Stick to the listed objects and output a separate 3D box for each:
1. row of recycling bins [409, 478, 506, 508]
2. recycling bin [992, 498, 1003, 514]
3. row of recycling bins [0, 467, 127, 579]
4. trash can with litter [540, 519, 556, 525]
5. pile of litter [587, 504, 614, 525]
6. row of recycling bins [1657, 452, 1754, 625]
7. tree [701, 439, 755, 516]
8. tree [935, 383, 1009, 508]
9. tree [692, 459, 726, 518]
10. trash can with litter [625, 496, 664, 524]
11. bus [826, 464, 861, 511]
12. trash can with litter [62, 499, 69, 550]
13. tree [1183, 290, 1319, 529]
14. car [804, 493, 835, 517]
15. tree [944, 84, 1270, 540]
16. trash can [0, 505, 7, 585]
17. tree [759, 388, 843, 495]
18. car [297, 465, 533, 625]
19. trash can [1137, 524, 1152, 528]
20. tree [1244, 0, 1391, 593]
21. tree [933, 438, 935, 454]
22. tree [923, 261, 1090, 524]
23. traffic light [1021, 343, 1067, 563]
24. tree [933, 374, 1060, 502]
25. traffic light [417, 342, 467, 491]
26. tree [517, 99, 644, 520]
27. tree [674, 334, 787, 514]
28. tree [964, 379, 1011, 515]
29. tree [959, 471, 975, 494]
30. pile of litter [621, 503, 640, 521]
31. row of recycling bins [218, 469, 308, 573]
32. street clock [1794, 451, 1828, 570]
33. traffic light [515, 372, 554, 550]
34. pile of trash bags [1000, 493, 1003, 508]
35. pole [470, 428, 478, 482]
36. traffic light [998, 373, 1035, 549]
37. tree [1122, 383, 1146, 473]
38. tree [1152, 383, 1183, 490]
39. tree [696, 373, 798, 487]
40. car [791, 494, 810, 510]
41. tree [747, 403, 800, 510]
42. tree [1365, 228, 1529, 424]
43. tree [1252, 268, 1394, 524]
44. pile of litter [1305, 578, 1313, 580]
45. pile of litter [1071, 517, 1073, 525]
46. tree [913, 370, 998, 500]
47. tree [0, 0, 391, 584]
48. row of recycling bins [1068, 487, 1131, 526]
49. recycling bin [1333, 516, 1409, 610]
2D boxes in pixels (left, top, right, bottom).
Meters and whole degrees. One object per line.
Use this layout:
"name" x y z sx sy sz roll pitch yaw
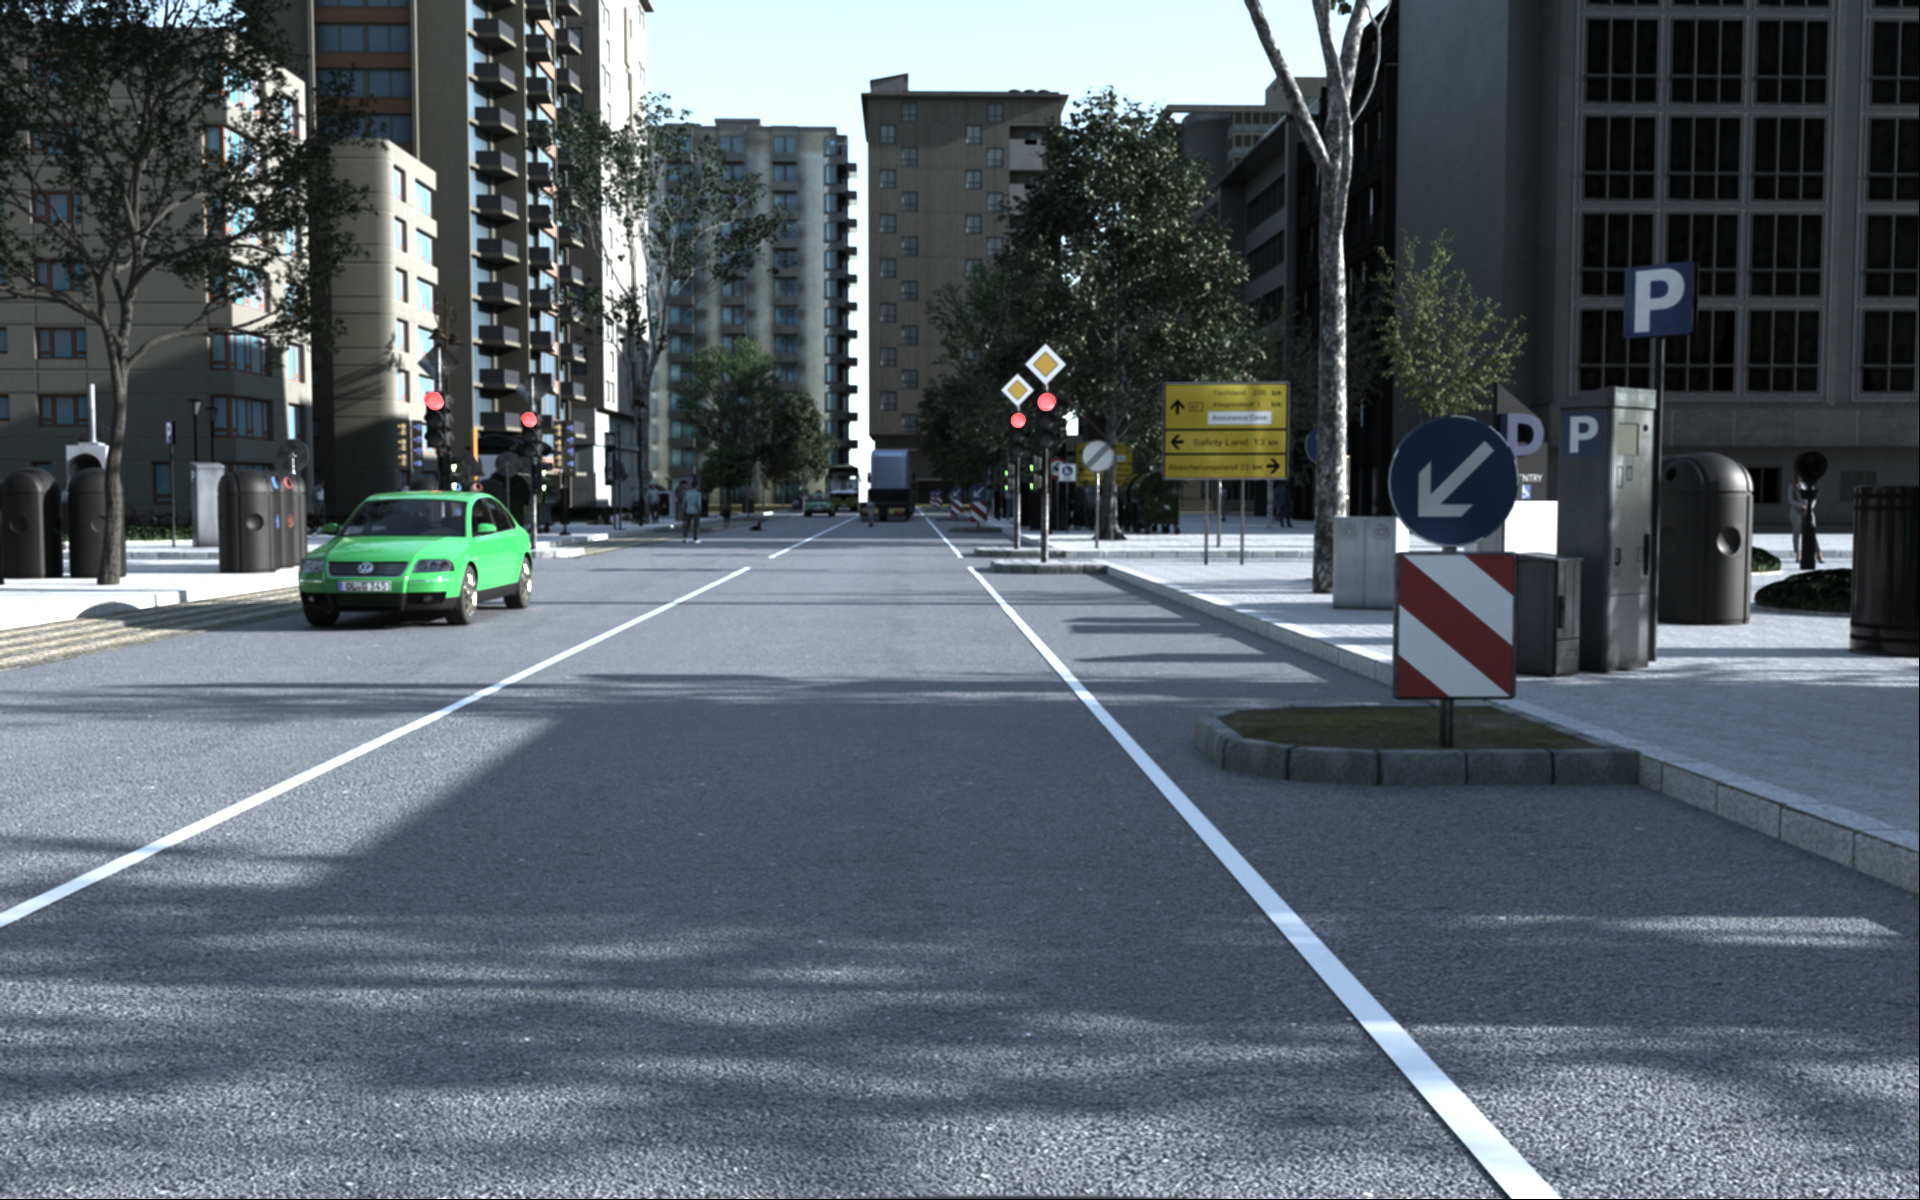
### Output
"row of recycling bins" -13.231 -2.353 45.581 1.069 1.692 3.534 1 4 20
"recycling bin" 2.592 -6.224 114.317 0.722 1.027 0.722 2 4 30
"row of recycling bins" -14.663 -1.195 26.647 3.534 1.692 1.069 0 4 -2
"trash can with litter" -17.063 -3.650 71.067 1.055 1.170 0.624 2 4 24
"pile of litter" -15.027 -3.575 72.418 1.176 0.858 1.719 -1 4 -17
"row of recycling bins" 7.575 -0.703 18.612 1.069 1.692 3.534 0 4 5
"tree" -13.843 -7.339 103.699 4.285 4.588 4.351 0 3 0
"tree" 1.513 -9.805 110.680 4.737 8.622 4.395 0 3 0
"tree" -13.918 -6.128 94.800 1.663 3.219 1.824 0 3 0
"trash can with litter" -13.743 -3.936 75.415 1.678 1.210 2.233 -1 4 -10
"bus" -9.837 -9.482 146.574 2.896 3.916 12.252 0 4 -4
"trash can with litter" -21.157 -1.803 40.545 2.233 1.210 1.678 -2 4 -32
"tree" 11.489 -6.889 63.004 4.737 8.622 4.395 0 3 0
"car" -8.981 -6.264 111.206 1.959 1.807 4.718 0 4 -1
"tree" 4.349 -8.059 48.769 9.611 12.733 9.660 0 3 0
"trash can" -13.194 -0.709 23.249 0.748 1.137 0.748 0 3 0
"tree" -17.430 -16.504 186.852 9.611 12.733 9.660 0 3 0
"car" -6.272 -0.704 20.311 1.959 1.807 4.718 0 4 -2
"trash can" 6.923 -3.274 65.185 0.748 1.137 0.748 0 3 0
"tree" 3.387 -10.181 22.348 12.611 20.169 13.585 0 3 0
"tree" -0.230 -12.247 150.593 4.737 8.622 4.395 0 3 0
"tree" 2.605 -9.132 75.070 9.928 11.665 9.643 0 3 0
"traffic light" 1.571 -2.656 32.350 0.839 4.253 0.868 0 4 -2
"tree" 1.472 -11.869 128.478 8.767 10.594 7.601 2 4 34
"traffic light" -9.584 -2.634 31.979 0.839 4.253 0.868 0 4 -2
"tree" -13.439 -13.687 79.675 12.611 20.169 13.585 0 3 0
"tree" -14.811 -11.377 111.774 9.928 11.665 9.643 0 3 0
"tree" 1.970 -9.432 104.569 4.360 8.622 3.978 0 3 0
"tree" 0.978 -9.214 145.249 1.663 3.219 1.824 0 3 0
"pile of litter" -15.850 -4.244 83.352 1.176 0.858 1.719 2 4 28
"row of recycling bins" -11.960 -1.380 29.682 1.069 1.692 3.534 -1 4 -10
"street clock" 14.384 -1.514 29.331 0.471 2.002 0.358 1 4 8
"traffic light" -9.839 -3.122 39.960 0.839 4.253 0.868 0 4 -2
"pile of trash bags" 3.531 -5.637 101.915 3.447 1.369 1.912 2 4 35
"pole" -14.999 -3.650 53.525 0.158 3.312 0.155 0 3 0
"traffic light" 1.316 -3.144 40.331 0.839 4.253 0.868 0 4 -2
"tree" 11.368 -9.566 106.768 4.737 8.622 4.395 0 3 0
"tree" 12.872 -8.545 90.065 4.737 8.622 4.395 0 3 0
"tree" -15.828 -11.888 128.783 8.767 10.594 7.601 1 4 9
"car" -13.166 -8.195 145.992 2.014 1.417 4.499 0 4 0
"tree" -15.340 -11.415 136.996 4.360 8.622 3.978 0 3 0
"tree" 13.167 -5.969 47.958 4.737 8.622 4.395 0 3 0
"tree" 12.239 -6.500 56.639 4.360 8.622 3.978 0 3 0
"pile of litter" 5.905 -0.707 25.524 1.176 0.858 1.719 -2 4 -27
"pile of litter" 4.808 -3.601 72.846 1.719 0.858 1.176 -3 5 -40
"tree" 0.014 -16.562 177.436 9.857 13.997 8.962 0 3 0
"tree" -11.746 -5.496 24.280 7.601 10.594 8.767 0 4 -5
"row of recycling bins" 5.415 -3.817 69.523 3.534 1.692 1.069 1 4 11
"recycling bin" 4.631 -0.426 19.520 0.722 1.027 0.722 2 4 24
